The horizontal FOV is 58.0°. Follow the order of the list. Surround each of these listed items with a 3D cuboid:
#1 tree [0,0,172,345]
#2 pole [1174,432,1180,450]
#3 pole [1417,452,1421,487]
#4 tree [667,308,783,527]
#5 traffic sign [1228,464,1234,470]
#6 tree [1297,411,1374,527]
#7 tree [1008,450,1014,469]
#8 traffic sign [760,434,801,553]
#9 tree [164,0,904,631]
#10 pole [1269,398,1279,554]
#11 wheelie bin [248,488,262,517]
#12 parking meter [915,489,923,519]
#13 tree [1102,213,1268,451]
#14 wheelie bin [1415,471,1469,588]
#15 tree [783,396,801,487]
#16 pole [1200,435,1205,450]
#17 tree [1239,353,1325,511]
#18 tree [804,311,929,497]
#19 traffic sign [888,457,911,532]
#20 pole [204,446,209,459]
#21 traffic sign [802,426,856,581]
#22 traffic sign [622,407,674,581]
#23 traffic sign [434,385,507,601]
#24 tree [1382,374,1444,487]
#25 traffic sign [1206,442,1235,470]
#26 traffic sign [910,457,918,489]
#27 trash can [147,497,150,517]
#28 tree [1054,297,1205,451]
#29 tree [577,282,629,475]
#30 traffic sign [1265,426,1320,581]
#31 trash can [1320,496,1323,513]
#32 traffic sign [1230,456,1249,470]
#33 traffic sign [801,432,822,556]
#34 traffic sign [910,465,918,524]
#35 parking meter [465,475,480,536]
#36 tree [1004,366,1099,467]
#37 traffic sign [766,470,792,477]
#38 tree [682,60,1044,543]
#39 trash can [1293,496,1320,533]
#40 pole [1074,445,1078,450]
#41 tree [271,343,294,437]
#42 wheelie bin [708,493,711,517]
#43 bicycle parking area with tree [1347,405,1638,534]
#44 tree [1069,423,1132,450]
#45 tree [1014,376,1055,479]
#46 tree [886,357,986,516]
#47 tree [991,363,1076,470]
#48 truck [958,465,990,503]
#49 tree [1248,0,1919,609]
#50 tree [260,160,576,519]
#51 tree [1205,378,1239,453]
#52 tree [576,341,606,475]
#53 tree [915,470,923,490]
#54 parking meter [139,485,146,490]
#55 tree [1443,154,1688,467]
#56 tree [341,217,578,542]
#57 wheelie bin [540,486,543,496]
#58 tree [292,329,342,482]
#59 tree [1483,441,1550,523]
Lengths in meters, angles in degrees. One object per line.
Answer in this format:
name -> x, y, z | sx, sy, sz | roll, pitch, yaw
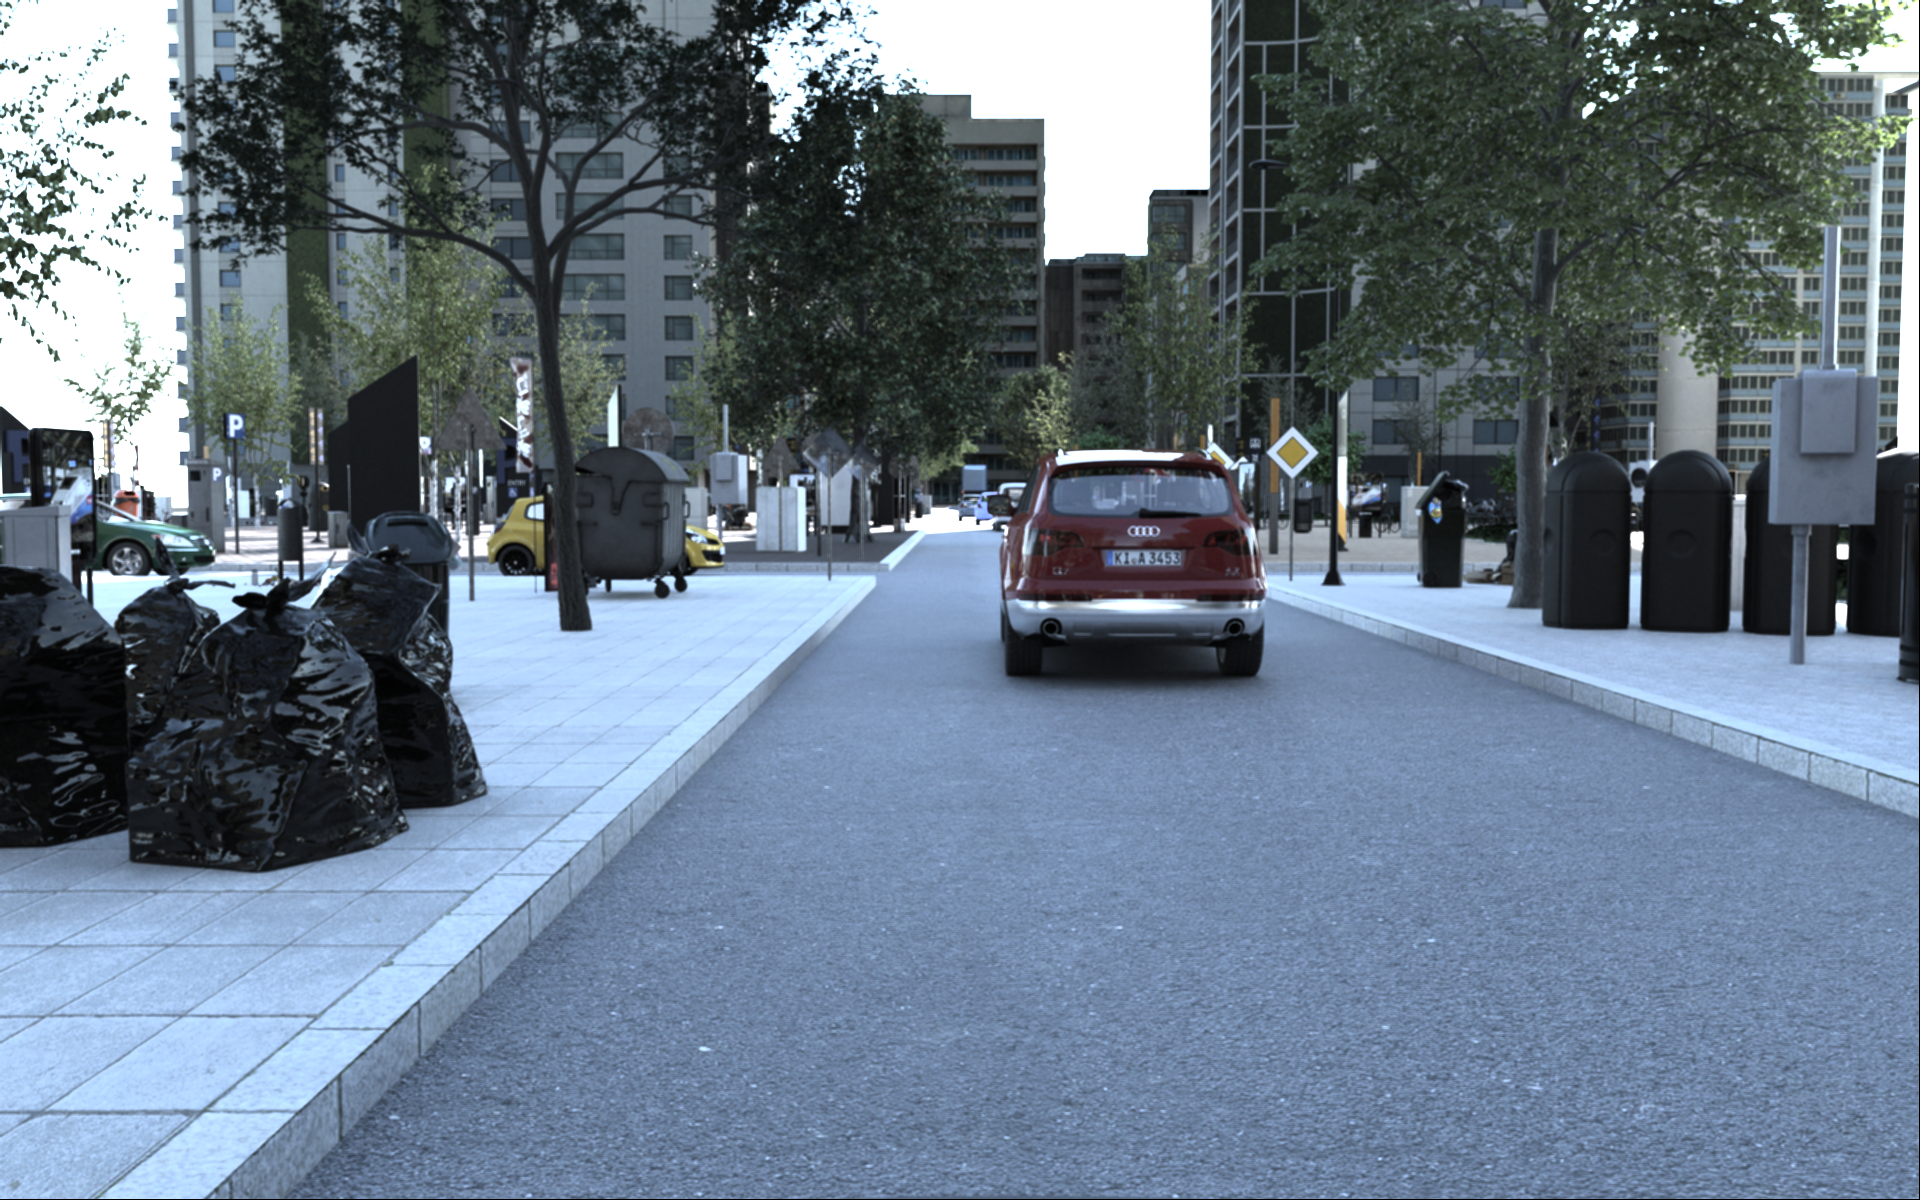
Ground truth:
tree -> -11.465, -4.238, 19.662 | 4.737, 8.622, 4.395 | 0, 3, 0
pole -> 7.154, -3.875, 57.202 | 0.158, 3.312, 0.155 | 0, 3, 0
pole -> 22.221, -5.505, 83.855 | 0.158, 3.312, 0.155 | 0, 3, 0
tree -> -9.459, -7.155, 67.349 | 4.737, 8.622, 4.395 | 0, 3, 0
traffic sign -> 8.905, -3.410, 57.878 | 0.606, 2.300, 0.079 | 0, 4, 5
tree -> 14.581, -5.178, 68.374 | 4.285, 4.588, 4.351 | 0, 3, 0
tree -> 6.830, -12.604, 156.432 | 4.360, 8.622, 3.978 | 0, 3, 0
traffic sign -> -3.906, -2.304, 37.670 | 0.884, 2.594, 0.081 | 0, 4, 3
tree -> -3.960, -4.996, 16.095 | 7.601, 10.594, 8.767 | 1, 4, 9
pole -> 6.702, -2.635, 36.933 | 0.158, 3.312, 0.155 | 0, 3, 0
wheelie bin -> -39.636, -5.466, 97.277 | 0.693, 1.594, 0.980 | 2, 4, 24
parking meter -> -2.140, -5.014, 90.388 | 0.372, 1.533, 0.369 | 0, 3, 0
tree -> 5.952, -5.877, 46.455 | 4.737, 8.622, 4.395 | 0, 3, 0
wheelie bin -> 6.681, -0.984, 23.990 | 0.693, 1.594, 0.980 | 1, 4, 8
tree -> -10.098, -8.458, 88.644 | 4.737, 8.622, 4.395 | 0, 3, 0
pole -> 8.396, -4.048, 60.035 | 0.158, 3.312, 0.155 | 0, 3, 0
tree -> 16.867, -8.556, 90.249 | 4.360, 8.622, 3.978 | 0, 3, 0
tree -> -3.741, -6.965, 64.237 | 4.360, 8.622, 3.978 | 0, 3, 0
traffic sign -> -2.019, -3.531, 57.834 | 0.768, 2.556, 0.104 | 1, 4, 9
pole -> -31.839, -4.857, 73.263 | 0.158, 3.312, 0.155 | 0, 3, 0
traffic sign -> -1.920, -1.337, 25.500 | 0.795, 2.450, 0.064 | 0, 4, 0
traffic sign -> -4.568, -1.546, 25.381 | 0.768, 2.556, 0.104 | 0, 4, 2
traffic sign -> -5.870, -1.269, 20.755 | 0.884, 2.594, 0.081 | 0, 4, 2
tree -> 28.129, -9.557, 106.625 | 4.360, 8.622, 3.978 | 0, 3, 0
traffic sign -> 4.893, -1.823, 33.449 | 0.795, 2.450, 0.064 | 0, 4, 0
traffic sign -> -3.329, -5.981, 91.658 | 2.265, 3.308, 0.079 | 0, 4, 3
trash can -> -38.780, -4.327, 82.406 | 0.748, 1.137, 0.748 | 0, 3, 0
tree -> 6.426, -7.032, 65.327 | 4.360, 8.622, 3.978 | 0, 3, 0
tree -> -12.698, -6.469, 56.133 | 4.360, 8.622, 3.978 | 0, 3, 0
traffic sign -> 4.874, -1.335, 25.464 | 0.795, 2.450, 0.064 | 0, 4, 0
trash can -> 21.708, -5.738, 105.471 | 0.748, 1.137, 0.748 | 0, 3, 0
traffic sign -> 8.580, -3.144, 52.586 | 0.795, 2.450, 0.064 | 0, 4, 4
traffic sign -> -2.904, -2.176, 35.676 | 0.768, 2.556, 0.104 | 1, 4, 8
traffic sign -> -2.186, -4.588, 75.127 | 0.768, 2.556, 0.104 | 0, 4, 5
parking meter -> -15.086, -2.929, 53.603 | 0.255, 1.863, 0.399 | 2, 4, 30
tree -> 6.105, -11.679, 125.369 | 8.767, 10.594, 7.601 | -1, 4, -22
traffic sign -> -5.714, -3.364, 54.997 | 0.884, 2.594, 0.081 | 0, 4, 1
tree -> -2.642, -7.868, 45.653 | 9.611, 12.733, 9.660 | 0, 3, 0
trash can -> 11.291, -2.781, 57.118 | 0.748, 1.137, 0.748 | 0, 3, 0
pole -> 4.786, -4.744, 71.405 | 0.158, 3.312, 0.155 | 0, 3, 0
tree -> -28.837, -7.788, 77.690 | 4.360, 8.622, 3.978 | 0, 3, 0
wheelie bin -> -14.418, -5.464, 97.241 | 0.980, 1.594, 0.693 | -3, 4, -38
bicycle parking area with tree -> 17.529, -4.261, 56.668 | 8.231, 4.147, 9.016 | -1, 4, -21
tree -> 6.458, -5.912, 80.375 | 4.285, 4.588, 4.351 | 0, 3, 0
tree -> 5.473, -8.300, 86.075 | 4.360, 8.622, 3.978 | 0, 3, 0
tree -> -2.157, -12.063, 115.356 | 7.486, 12.596, 7.792 | 0, 3, 0
tree -> 5.922, -12.921, 137.021 | 9.928, 11.665, 9.643 | 0, 3, 0
truck -> 1.226, -10.098, 154.866 | 2.967, 4.110, 18.799 | 0, 4, 1
tree -> 6.846, -6.190, 19.331 | 7.486, 12.596, 7.792 | 0, 3, 0
tree -> -11.753, -5.345, 37.748 | 4.737, 8.622, 4.395 | 0, 3, 0
tree -> 15.168, -9.539, 106.322 | 4.360, 8.622, 3.978 | 0, 3, 0
tree -> -18.078, -7.907, 79.645 | 4.737, 8.622, 4.395 | 0, 3, 0
tree -> -3.258, -11.394, 136.655 | 4.737, 8.622, 4.395 | 0, 3, 0
parking meter -> -50.677, -6.220, 107.406 | 0.255, 1.863, 0.399 | 0, 4, -5
tree -> 12.829, -5.257, 36.320 | 4.360, 8.622, 3.978 | 0, 3, 0
tree -> -13.371, -5.877, 46.455 | 4.360, 8.622, 3.978 | 0, 3, 0
wheelie bin -> -16.082, -3.676, 68.012 | 0.980, 1.594, 0.693 | -2, 4, -26
tree -> -19.256, -6.554, 57.520 | 4.360, 8.622, 3.978 | 0, 3, 0
tree -> 20.423, -4.233, 63.810 | 1.663, 3.219, 1.824 | 0, 3, 0
